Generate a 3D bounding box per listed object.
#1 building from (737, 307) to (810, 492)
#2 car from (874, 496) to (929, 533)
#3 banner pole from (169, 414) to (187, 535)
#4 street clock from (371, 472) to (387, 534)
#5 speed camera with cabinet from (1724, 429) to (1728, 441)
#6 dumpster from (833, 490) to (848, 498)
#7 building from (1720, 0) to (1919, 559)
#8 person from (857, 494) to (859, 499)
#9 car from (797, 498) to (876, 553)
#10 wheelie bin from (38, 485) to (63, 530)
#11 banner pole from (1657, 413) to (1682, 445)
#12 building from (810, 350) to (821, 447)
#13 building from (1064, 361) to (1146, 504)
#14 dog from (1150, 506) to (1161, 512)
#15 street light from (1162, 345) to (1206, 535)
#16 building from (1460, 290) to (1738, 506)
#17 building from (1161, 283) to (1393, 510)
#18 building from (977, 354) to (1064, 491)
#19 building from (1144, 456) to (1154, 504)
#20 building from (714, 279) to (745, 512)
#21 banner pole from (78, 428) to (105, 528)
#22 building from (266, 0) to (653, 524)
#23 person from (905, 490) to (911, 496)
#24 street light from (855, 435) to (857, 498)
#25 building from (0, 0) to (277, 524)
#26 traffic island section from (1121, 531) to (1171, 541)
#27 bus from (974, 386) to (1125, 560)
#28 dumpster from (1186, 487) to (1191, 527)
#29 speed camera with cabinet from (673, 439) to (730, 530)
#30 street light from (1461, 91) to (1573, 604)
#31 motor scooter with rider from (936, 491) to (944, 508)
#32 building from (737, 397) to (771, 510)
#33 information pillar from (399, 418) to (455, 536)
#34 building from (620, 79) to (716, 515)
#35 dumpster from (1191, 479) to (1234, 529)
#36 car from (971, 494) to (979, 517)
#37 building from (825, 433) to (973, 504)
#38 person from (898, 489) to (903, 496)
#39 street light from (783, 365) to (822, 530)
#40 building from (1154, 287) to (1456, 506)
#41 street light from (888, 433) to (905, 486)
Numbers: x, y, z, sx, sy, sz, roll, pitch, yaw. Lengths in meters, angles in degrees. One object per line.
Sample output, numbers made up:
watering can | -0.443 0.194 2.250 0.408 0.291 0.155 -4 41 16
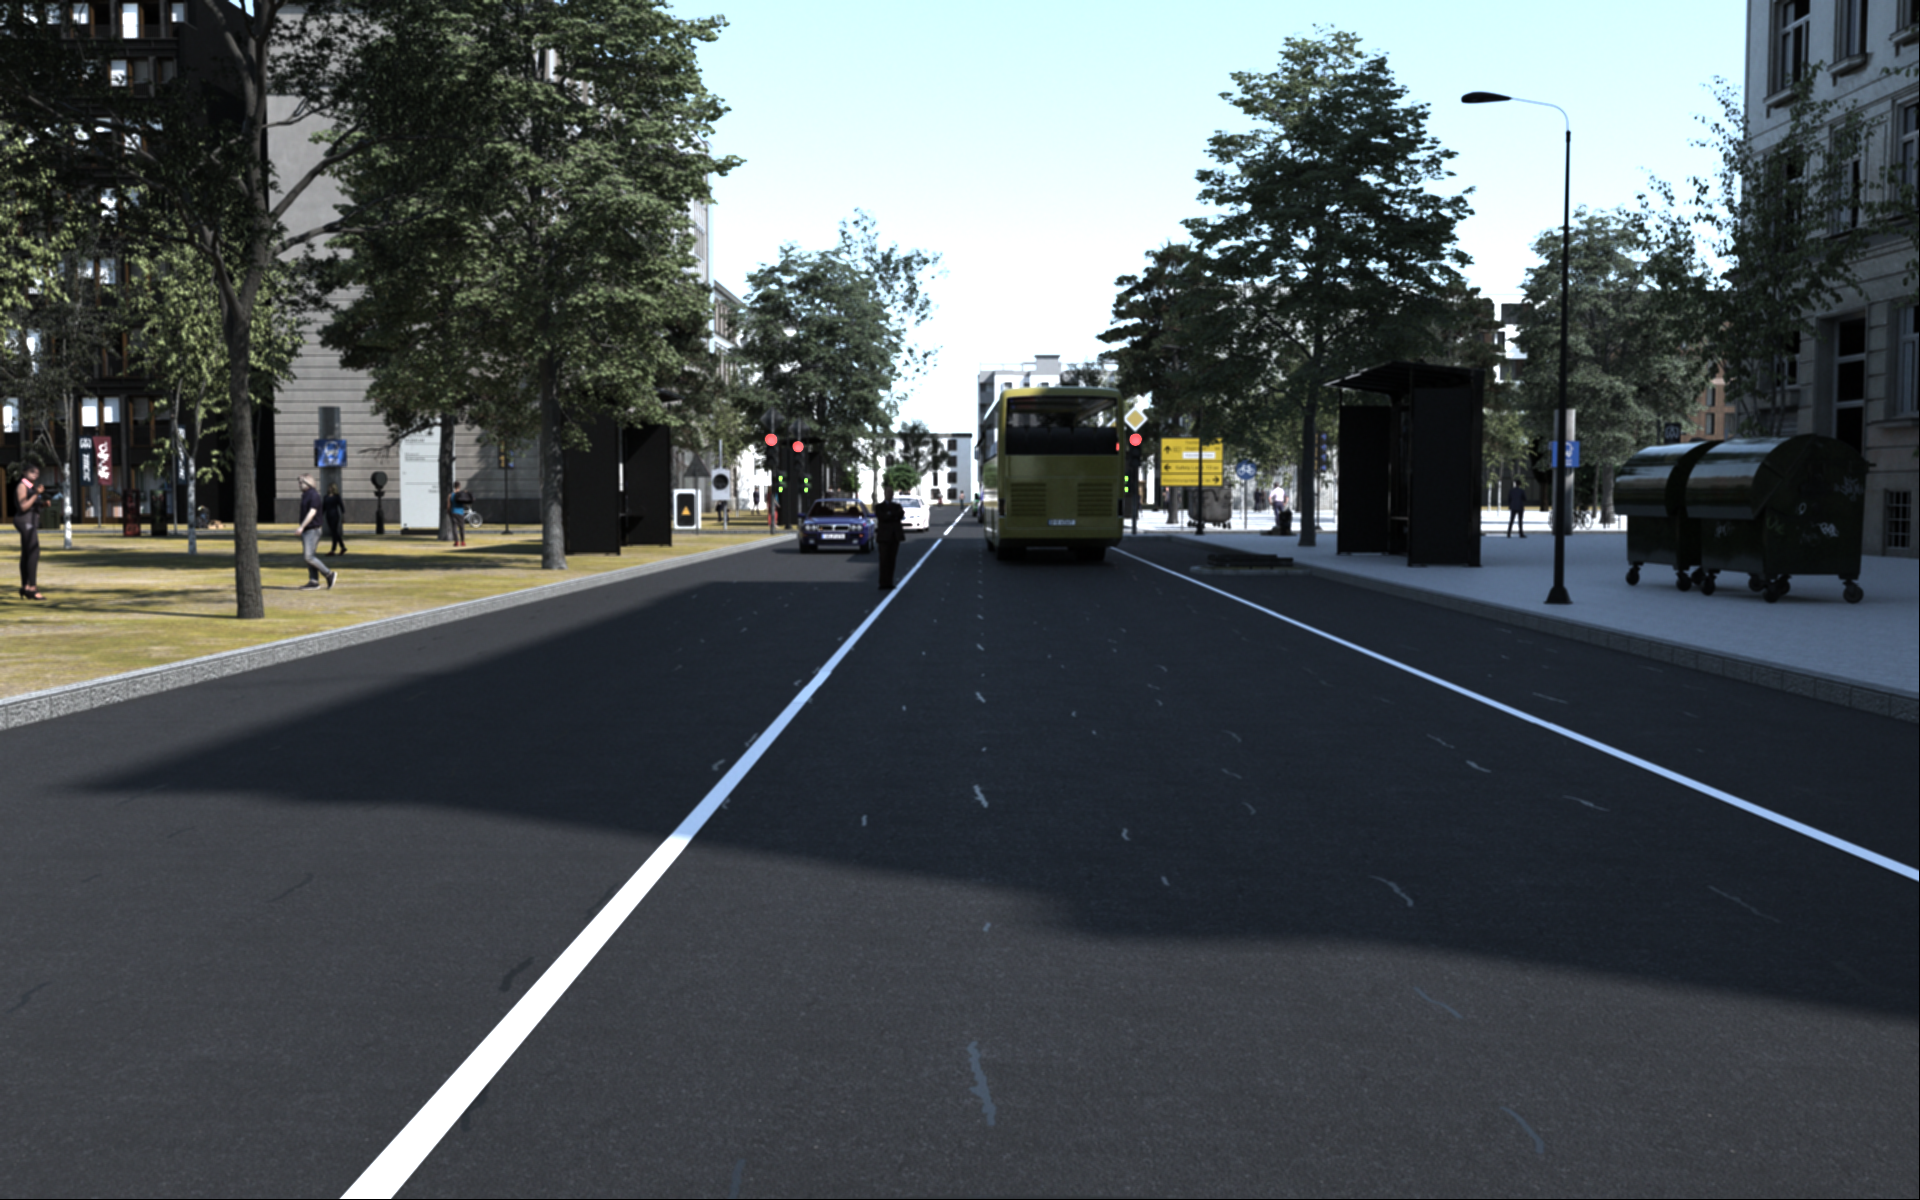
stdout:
building | -23.863 -19.354 172.855 16.016 20.091 11.380 0 4 1
car | -2.175 -3.279 65.967 2.083 1.381 4.827 0 4 3
banner pole | -24.715 -3.962 54.789 0.401 3.779 0.863 1 4 11
street clock | -18.660 -3.126 55.686 0.358 2.002 0.471 2 4 31
speed camera with cabinet | 23.275 -3.517 51.839 0.660 3.252 2.038 1 4 10
dumpster | -8.915 -7.440 127.407 1.264 1.857 1.865 0 4 1
building | 26.120 -11.898 27.824 16.112 22.955 30.059 0 4 1
person | -12.179 -12.221 206.569 0.721 1.743 1.217 0 4 8
car | -3.037 -1.869 43.132 1.945 1.354 3.894 0 4 -1
wheelie bin | -33.033 -3.361 62.866 0.693 1.594 0.980 2 4 34
banner pole | 21.753 -3.876 53.391 0.863 3.779 0.401 2 4 25
building | -21.558 -20.698 194.827 11.380 20.091 16.016 0 4 1
building | 19.426 -23.458 239.960 11.380 20.091 16.016 0 4 1
dog | 14.298 -6.656 126.553 0.550 0.427 0.748 -2 4 -26
street light | 6.987 -4.994 54.190 1.470 5.913 1.316 0 4 1
building | 65.245 -21.031 187.825 32.646 21.610 27.936 0 4 1
building | 27.971 -17.588 154.021 16.747 18.905 31.486 0 4 1
building | 8.052 -23.491 240.503 11.380 20.091 16.016 0 4 1
building | 39.111 -18.016 236.702 28.070 9.664 9.099 0 4 1
building | -22.312 -16.120 128.192 10.561 19.102 19.286 0 4 1
banner pole | -32.686 -4.597 65.170 0.863 3.779 0.401 -1 4 -17
building | -23.500 -17.636 85.608 12.463 27.353 25.104 0 4 1
person | -5.869 -11.499 194.847 0.742 1.727 0.445 0 4 6
street light | -5.273 -7.589 96.621 1.470 5.913 1.316 0 4 1
building | -40.688 -15.248 78.984 15.834 23.373 12.332 0 4 1
traffic island section | 5.512 -1.975 54.576 2.009 0.180 2.903 0 4 1
bus | 1.914 -2.981 40.284 2.896 3.916 12.252 0 4 -1
dumpster | 9.489 -3.752 67.100 1.264 1.857 1.865 0 4 1
speed camera with cabinet | -9.306 -4.159 62.343 2.038 3.252 0.660 -1 4 -9
street light | 6.480 -2.912 20.154 1.470 5.913 1.316 0 4 1
motor scooter with rider | -2.048 -10.194 175.643 0.876 1.779 1.986 0 4 2
building | -21.101 -12.898 153.037 9.099 9.664 28.070 0 4 1
information pillar | -16.454 -3.805 53.530 1.656 3.620 0.184 0 4 -7
building | -22.910 -17.763 108.451 12.078 24.808 19.932 0 4 1
dumpster | 9.340 -3.539 63.617 1.264 1.857 1.865 0 4 1
car | 1.678 -6.196 110.093 1.959 1.807 4.718 0 4 -1
building | -12.301 -18.082 237.789 28.070 9.664 9.099 0 4 1
person | -5.545 -9.412 160.380 0.568 1.767 0.683 -3 5 -44
street light | -5.662 -5.499 62.452 1.470 5.913 1.316 0 4 1
building | 34.633 -20.938 186.313 27.936 21.610 32.646 0 4 1
street light | -4.880 -9.675 130.720 1.470 5.913 1.316 0 4 1
